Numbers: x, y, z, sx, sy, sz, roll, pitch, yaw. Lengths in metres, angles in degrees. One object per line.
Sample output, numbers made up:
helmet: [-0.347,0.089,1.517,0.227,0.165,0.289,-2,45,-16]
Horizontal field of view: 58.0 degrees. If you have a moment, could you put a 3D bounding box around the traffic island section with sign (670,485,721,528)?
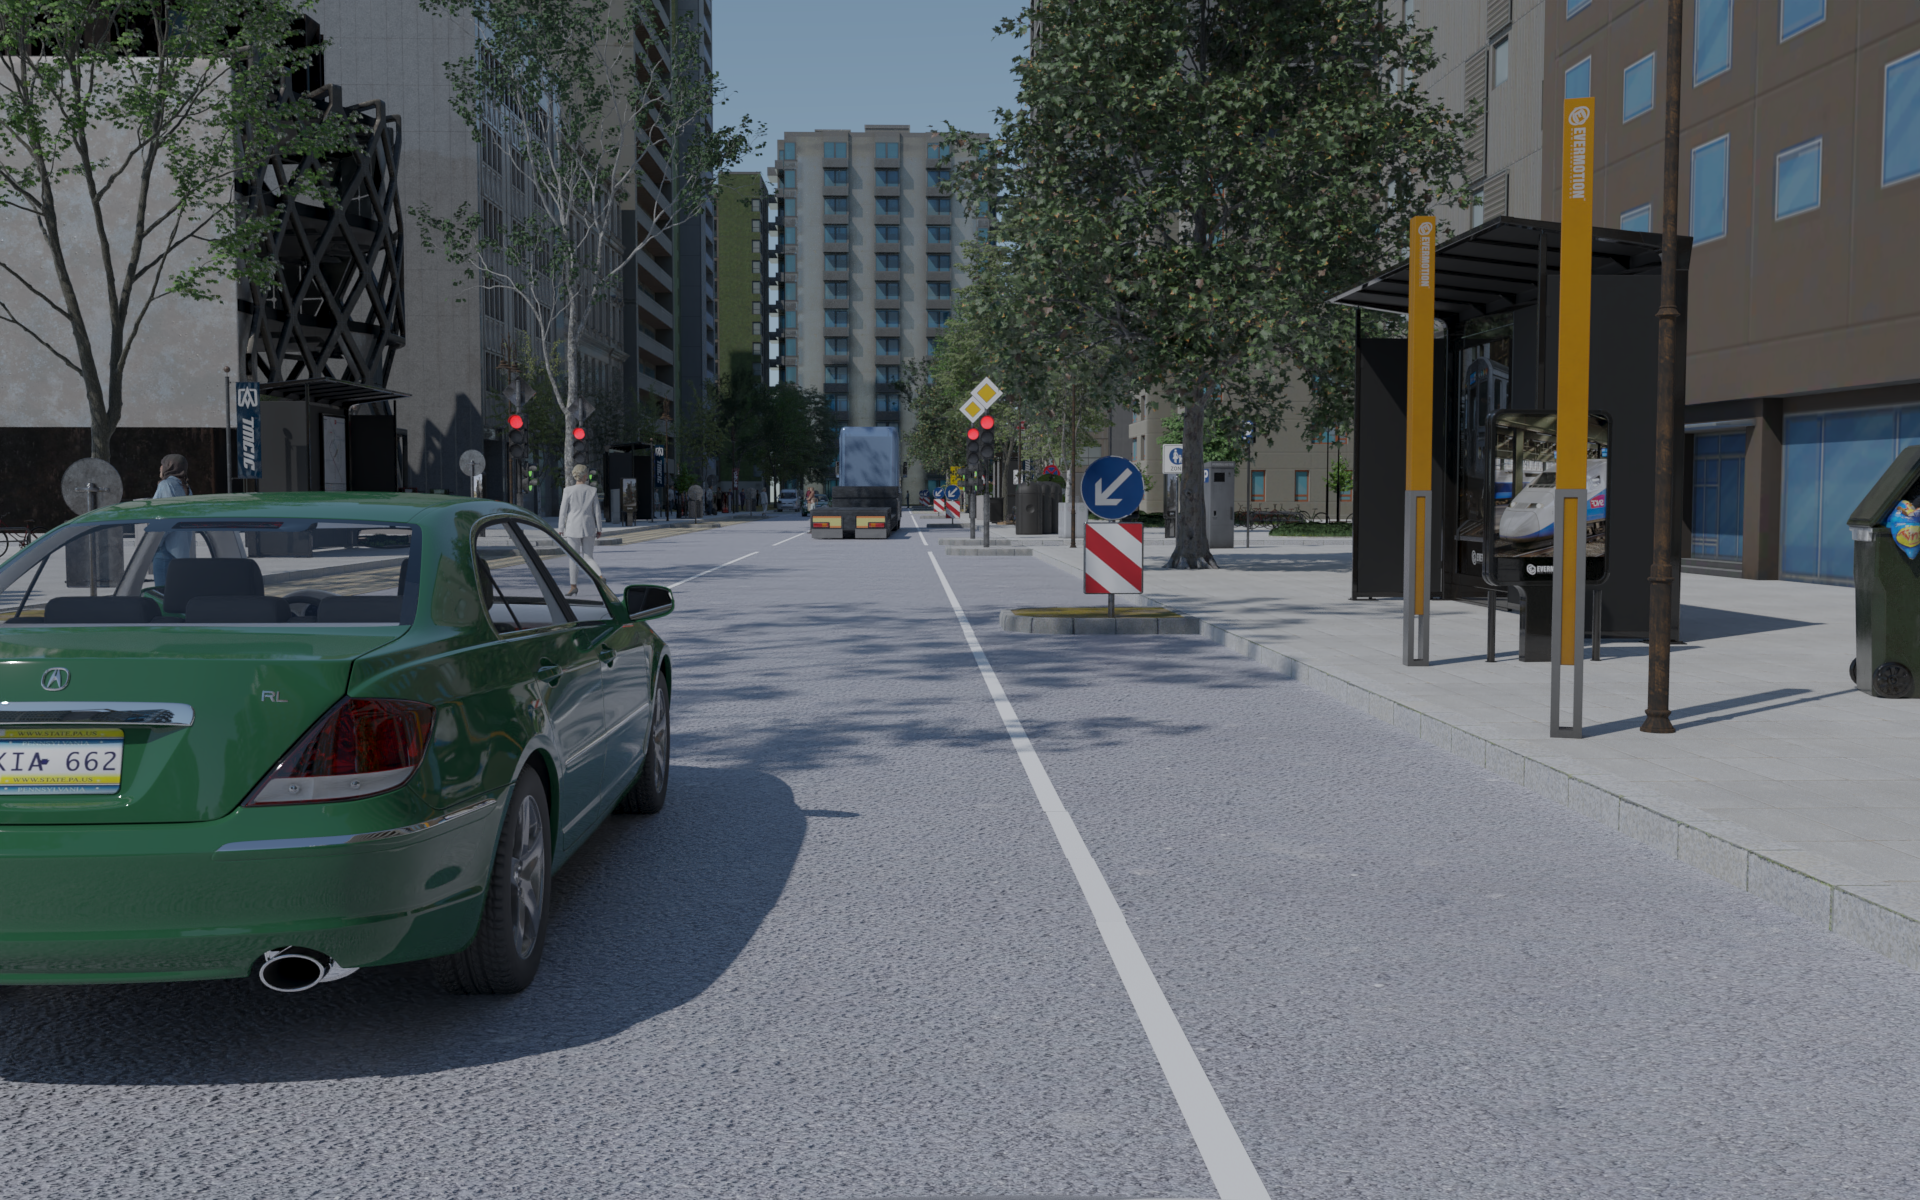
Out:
traffic island section with sign: [-11.250,-3.988,73.824,1.989,1.847,2.006,0,4,-2]

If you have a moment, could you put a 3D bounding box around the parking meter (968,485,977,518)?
parking meter: [0.659,-5.223,91.102,0.399,1.863,0.255,-1,4,-16]

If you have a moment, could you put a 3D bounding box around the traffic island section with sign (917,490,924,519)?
traffic island section with sign: [-1.358,-5.657,101.120,1.989,1.847,2.006,0,4,-2]

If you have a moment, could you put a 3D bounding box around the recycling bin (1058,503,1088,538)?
recycling bin: [3.296,-2.315,50.407,0.722,1.027,0.722,-1,4,-12]

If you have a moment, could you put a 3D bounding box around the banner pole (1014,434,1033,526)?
banner pole: [2.614,-4.928,70.595,0.863,3.779,0.401,-1,4,-19]

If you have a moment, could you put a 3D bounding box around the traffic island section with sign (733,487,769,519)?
traffic island section with sign: [-12.194,-5.674,101.392,1.989,1.847,2.006,0,4,-2]

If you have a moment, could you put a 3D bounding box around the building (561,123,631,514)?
building: [-29.141,-19.181,110.872,12.463,27.353,25.104,0,4,-2]

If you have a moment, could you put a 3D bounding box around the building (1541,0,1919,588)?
building: [18.493,-22.993,26.052,14.600,45.320,14.200,0,4,-2]

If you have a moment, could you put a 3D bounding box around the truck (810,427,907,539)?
truck: [-3.578,-4.511,63.507,2.967,4.110,18.799,0,4,-1]

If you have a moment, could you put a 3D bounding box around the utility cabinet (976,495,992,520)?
utility cabinet: [1.171,-4.497,84.683,0.306,1.237,1.020,-2,4,-29]

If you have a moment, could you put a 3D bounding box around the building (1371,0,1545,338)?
building: [56.646,-36.097,179.417,27.495,52.752,28.713,0,4,-2]

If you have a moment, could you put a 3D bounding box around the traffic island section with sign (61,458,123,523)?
traffic island section with sign: [-9.382,-0.589,18.265,1.989,1.847,2.006,0,4,-2]

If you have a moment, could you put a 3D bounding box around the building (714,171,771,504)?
building: [-31.813,-32.931,222.015,14.086,41.232,14.154,0,4,-2]

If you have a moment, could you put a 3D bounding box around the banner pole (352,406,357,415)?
banner pole: [-17.312,-3.620,49.197,0.863,3.779,0.401,2,4,30]

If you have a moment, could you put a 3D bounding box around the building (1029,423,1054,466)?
building: [20.864,-19.186,158.728,27.650,21.520,28.899,0,4,-2]

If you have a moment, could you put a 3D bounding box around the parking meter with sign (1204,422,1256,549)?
parking meter with sign: [6.058,-2.723,40.781,1.738,3.016,0.543,-1,4,-19]

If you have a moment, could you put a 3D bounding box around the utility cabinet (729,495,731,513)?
utility cabinet: [-15.854,-6.588,118.875,0.306,1.237,1.020,-1,4,-9]

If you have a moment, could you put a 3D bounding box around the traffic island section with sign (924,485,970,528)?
traffic island section with sign: [-0.440,-4.009,74.180,1.989,1.847,2.006,0,4,-2]

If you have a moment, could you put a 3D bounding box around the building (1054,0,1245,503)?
building: [14.319,-27.683,136.208,14.154,41.232,14.086,0,4,-2]

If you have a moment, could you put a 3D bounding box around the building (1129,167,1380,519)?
building: [25.596,-15.682,101.441,27.650,21.520,28.899,0,4,-2]

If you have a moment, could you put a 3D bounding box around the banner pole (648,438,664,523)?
banner pole: [-13.578,-5.350,77.494,0.863,3.779,0.401,1,4,20]

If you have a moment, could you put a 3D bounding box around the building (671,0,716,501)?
building: [-40.132,-39.029,180.127,28.212,58.520,21.231,0,4,-2]

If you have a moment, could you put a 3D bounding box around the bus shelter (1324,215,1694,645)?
bus shelter: [5.316,-1.621,17.780,1.731,3.624,6.357,0,4,-2]

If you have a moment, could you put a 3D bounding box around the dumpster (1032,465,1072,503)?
dumpster: [3.078,-3.487,59.498,1.502,2.255,1.985,0,4,-2]

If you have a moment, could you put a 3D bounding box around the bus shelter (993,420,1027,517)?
bus shelter: [2.688,-6.956,91.359,2.179,5.291,8.768,0,4,-2]

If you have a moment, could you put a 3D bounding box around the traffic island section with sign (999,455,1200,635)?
traffic island section with sign: [1.442,-0.611,18.621,1.989,1.847,2.006,0,4,-2]

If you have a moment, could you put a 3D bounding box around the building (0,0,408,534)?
building: [-29.728,-12.027,64.094,16.820,18.784,16.811,0,4,-2]

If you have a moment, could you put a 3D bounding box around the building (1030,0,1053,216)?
building: [16.045,-45.475,181.771,20.563,71.187,20.611,0,4,-2]

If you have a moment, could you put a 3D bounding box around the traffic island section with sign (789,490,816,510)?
traffic island section with sign: [-13.883,-8.720,151.206,1.989,1.847,2.006,0,4,-2]

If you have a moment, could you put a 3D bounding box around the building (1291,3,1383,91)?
building: [47.632,-48.237,226.923,20.611,71.187,20.563,0,4,-2]

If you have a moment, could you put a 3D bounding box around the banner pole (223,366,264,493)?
banner pole: [-14.114,-2.691,34.009,0.863,3.779,0.401,0,4,-2]

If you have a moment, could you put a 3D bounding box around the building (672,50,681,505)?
building: [-32.687,-28.679,152.498,14.154,41.232,14.086,0,4,-2]

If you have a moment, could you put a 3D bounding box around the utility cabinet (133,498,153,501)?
utility cabinet: [-12.867,-1.033,28.049,0.306,1.237,1.020,1,4,20]

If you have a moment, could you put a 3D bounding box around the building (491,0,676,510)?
building: [-34.190,-31.188,133.631,21.300,48.544,21.600,0,4,-2]

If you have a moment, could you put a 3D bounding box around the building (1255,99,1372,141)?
building: [35.570,-32.778,186.024,14.200,45.320,14.600,0,4,-2]

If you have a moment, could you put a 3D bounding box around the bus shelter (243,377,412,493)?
bus shelter: [-13.659,-2.845,37.801,1.731,3.624,6.357,0,4,-2]

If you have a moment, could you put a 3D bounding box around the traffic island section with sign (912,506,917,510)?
traffic island section with sign: [-3.093,-8.779,152.165,1.989,1.847,2.006,0,4,-2]

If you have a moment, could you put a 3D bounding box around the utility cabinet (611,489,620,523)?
utility cabinet: [-14.932,-4.056,74.992,0.318,1.500,1.173,-1,4,-15]

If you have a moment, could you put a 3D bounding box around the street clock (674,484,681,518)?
street clock: [-15.169,-5.430,93.345,0.471,2.002,0.358,3,4,37]

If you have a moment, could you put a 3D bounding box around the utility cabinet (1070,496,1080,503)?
utility cabinet: [4.069,-3.219,63.796,0.306,1.237,1.020,2,4,26]

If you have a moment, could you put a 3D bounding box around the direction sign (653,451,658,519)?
direction sign: [-16.027,-6.029,90.573,0.379,3.537,0.876,0,4,1]

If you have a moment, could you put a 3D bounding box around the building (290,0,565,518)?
building: [-28.238,-16.542,88.490,12.078,24.808,19.932,0,4,-2]

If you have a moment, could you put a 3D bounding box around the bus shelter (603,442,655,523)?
bus shelter: [-15.292,-5.478,80.846,1.731,3.624,6.357,0,4,-2]

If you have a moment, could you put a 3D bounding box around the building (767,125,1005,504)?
building: [-9.546,-37.169,227.324,30.456,49.044,23.786,0,4,-2]

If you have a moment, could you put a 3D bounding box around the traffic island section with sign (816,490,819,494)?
traffic island section with sign: [-14.824,-10.415,178.906,1.989,1.847,2.006,0,4,-2]

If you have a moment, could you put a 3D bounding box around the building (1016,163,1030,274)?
building: [21.892,-37.267,228.916,30.456,49.044,23.786,0,4,-2]
